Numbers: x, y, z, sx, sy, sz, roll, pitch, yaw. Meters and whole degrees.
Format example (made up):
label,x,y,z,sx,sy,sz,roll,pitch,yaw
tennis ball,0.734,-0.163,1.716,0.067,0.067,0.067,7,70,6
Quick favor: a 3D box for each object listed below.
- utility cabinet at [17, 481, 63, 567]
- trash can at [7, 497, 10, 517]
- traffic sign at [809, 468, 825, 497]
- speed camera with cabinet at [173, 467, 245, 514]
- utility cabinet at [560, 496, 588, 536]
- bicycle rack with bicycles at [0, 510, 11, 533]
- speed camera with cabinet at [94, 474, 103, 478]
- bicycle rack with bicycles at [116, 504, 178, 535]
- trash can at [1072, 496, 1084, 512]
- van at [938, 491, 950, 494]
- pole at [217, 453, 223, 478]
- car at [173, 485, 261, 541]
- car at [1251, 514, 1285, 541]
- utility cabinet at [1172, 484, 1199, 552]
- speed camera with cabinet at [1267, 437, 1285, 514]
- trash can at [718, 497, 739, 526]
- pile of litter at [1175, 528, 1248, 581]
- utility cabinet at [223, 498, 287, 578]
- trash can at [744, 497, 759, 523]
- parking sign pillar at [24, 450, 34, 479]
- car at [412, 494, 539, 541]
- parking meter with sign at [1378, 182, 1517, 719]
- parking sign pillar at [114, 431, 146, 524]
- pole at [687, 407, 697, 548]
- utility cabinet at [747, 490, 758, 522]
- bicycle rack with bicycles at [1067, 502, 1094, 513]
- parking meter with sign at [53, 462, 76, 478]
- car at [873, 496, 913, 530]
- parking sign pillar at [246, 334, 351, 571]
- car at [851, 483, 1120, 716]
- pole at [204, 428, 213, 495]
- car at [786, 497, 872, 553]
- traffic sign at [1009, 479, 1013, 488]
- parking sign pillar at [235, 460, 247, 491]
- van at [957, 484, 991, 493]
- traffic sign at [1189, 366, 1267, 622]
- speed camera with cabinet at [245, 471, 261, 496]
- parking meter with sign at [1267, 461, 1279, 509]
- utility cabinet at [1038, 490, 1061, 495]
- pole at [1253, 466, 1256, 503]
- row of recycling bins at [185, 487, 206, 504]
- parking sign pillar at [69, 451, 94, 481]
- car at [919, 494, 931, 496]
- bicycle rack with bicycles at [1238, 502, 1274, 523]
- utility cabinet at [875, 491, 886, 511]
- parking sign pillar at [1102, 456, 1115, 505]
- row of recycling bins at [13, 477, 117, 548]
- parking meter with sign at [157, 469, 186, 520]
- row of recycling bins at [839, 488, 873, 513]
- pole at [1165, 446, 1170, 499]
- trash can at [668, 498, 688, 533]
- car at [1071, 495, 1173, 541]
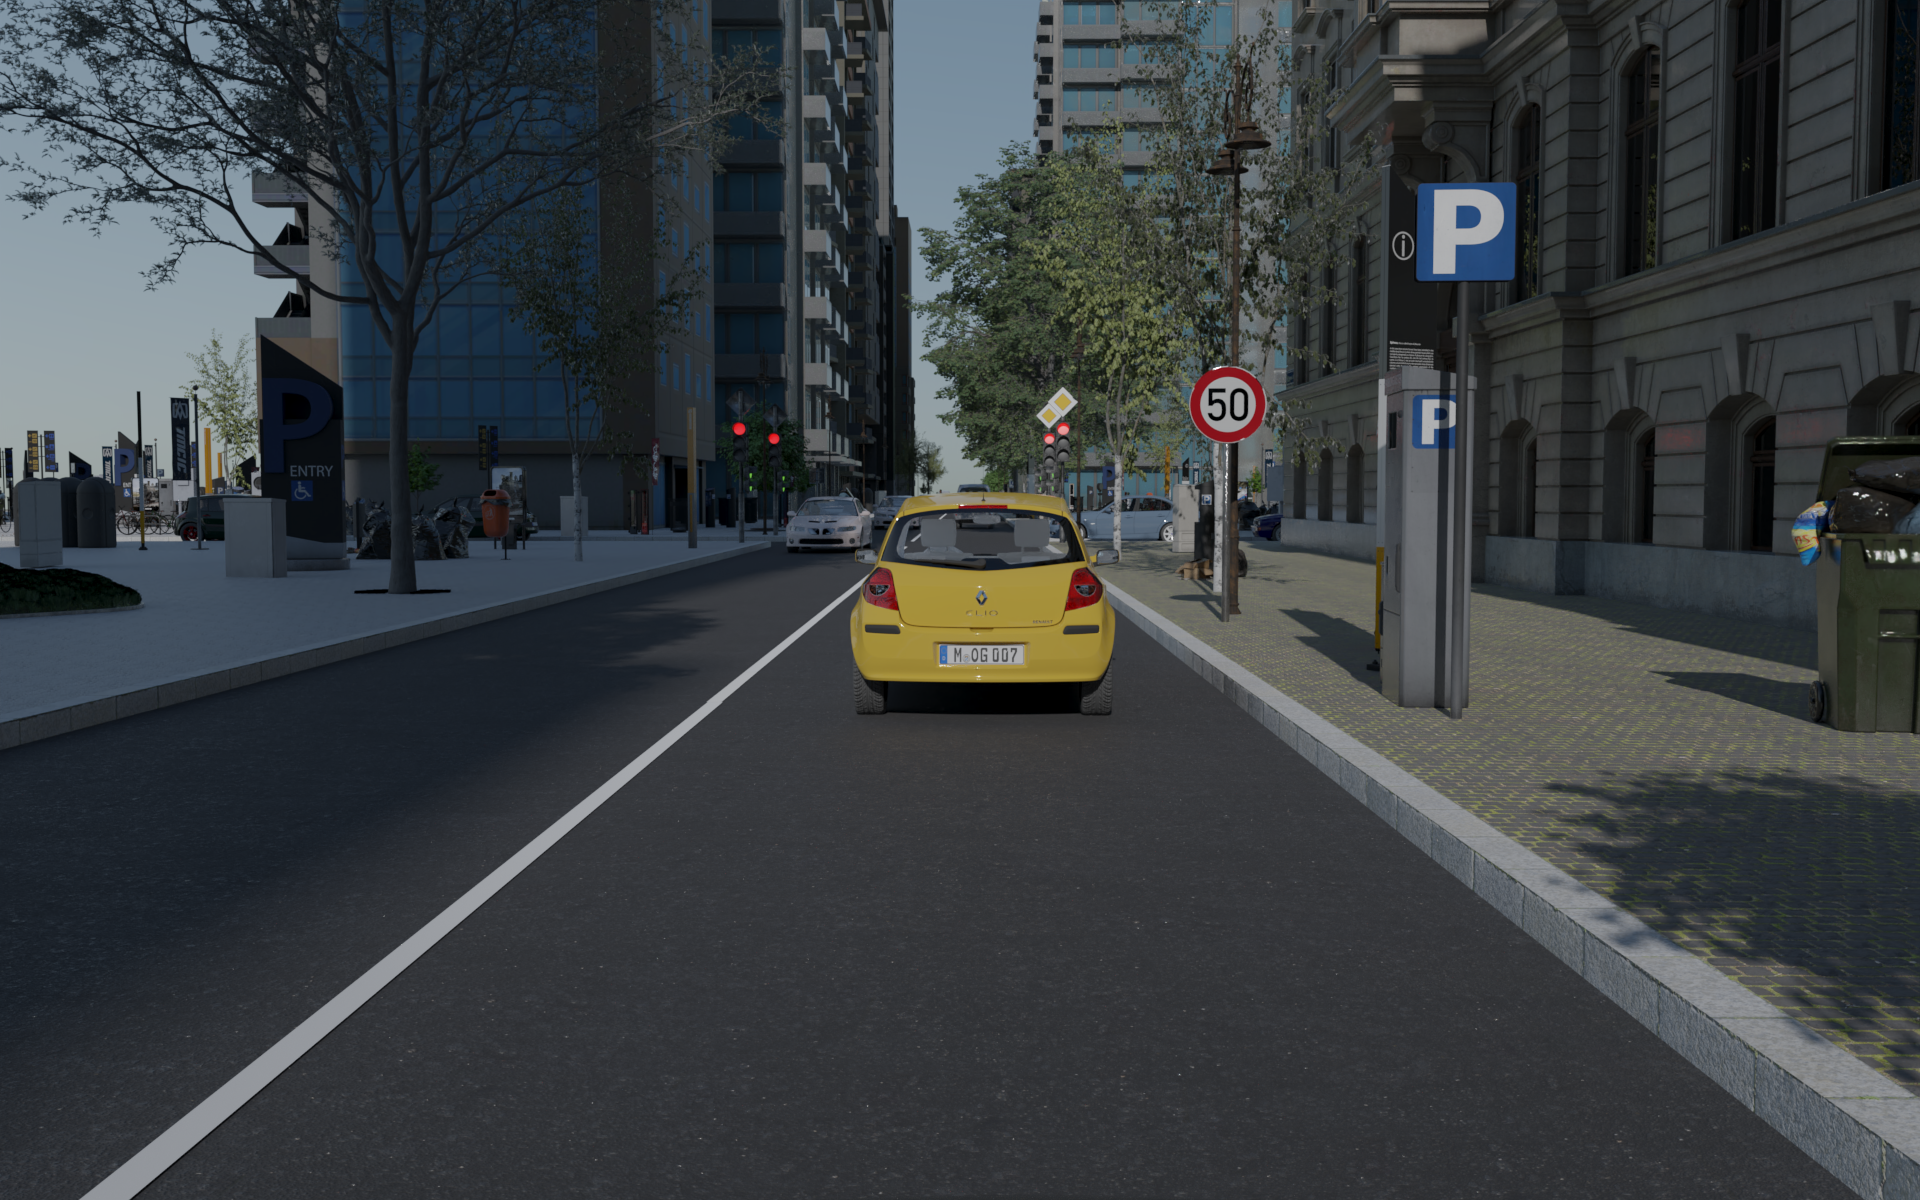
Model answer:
label,x,y,z,sx,sy,sz,roll,pitch,yaw
utility cabinet,-16.122,-1.325,30.350,0.318,1.500,1.173,-1,4,-9
trash can,-53.068,-5.227,97.120,0.748,1.137,0.748,0,3,0
traffic sign,-5.636,-4.044,68.249,0.606,2.300,0.079,0,4,4
speed camera with cabinet,-25.536,-3.939,58.743,2.038,3.252,0.660,0,4,-6
utility cabinet,-11.789,-2.556,52.950,1.020,1.237,0.306,3,5,41
bicycle rack with bicycles,-31.100,-2.682,57.237,2.852,0.926,2.925,0,4,-7
speed camera with cabinet,-39.948,-5.339,81.624,0.660,3.252,2.038,0,4,7
bicycle rack with bicycles,-25.802,-2.544,54.968,2.925,0.926,2.852,0,4,-1
trash can,7.062,-5.615,103.453,0.748,1.137,0.748,0,3,0
van,-1.846,-12.027,203.656,2.013,2.044,4.112,0,4,-1
pole,-36.321,-5.579,85.066,0.158,3.312,0.155,0,3,0
car,-19.960,-2.390,48.863,4.222,1.686,2.009,0,4,-1
car,10.277,-2.240,49.209,3.894,1.354,1.945,0,4,2
utility cabinet,5.254,-1.789,37.933,1.173,1.500,0.318,-1,4,-21
speed camera with cabinet,10.586,-3.785,56.226,0.660,3.252,2.038,2,4,31
trash can,-9.534,-3.605,70.591,0.748,1.137,0.748,0,3,0
pile of litter,3.799,-0.764,26.459,1.176,0.858,1.719,3,5,39
utility cabinet,-10.895,-0.956,26.795,1.020,1.237,0.306,2,4,25
trash can,-9.194,-3.931,75.931,0.748,1.137,0.748,0,3,0
parking sign pillar,-57.263,-7.218,106.483,1.447,3.967,1.447,-2,4,-32
car,-14.446,-2.495,50.575,4.222,1.686,2.009,0,4,2
parking meter with sign,2.896,-0.879,10.635,0.543,3.016,1.738,0,4,4
parking sign pillar,-35.481,-5.234,74.041,1.447,3.967,1.447,1,4,17
pole,-6.320,-2.875,40.856,0.158,3.312,0.155,0,3,0
utility cabinet,-9.295,-4.217,77.621,0.318,1.500,1.173,0,4,2
bicycle rack with bicycles,4.819,-3.829,75.993,2.925,0.926,2.852,0,4,-2
parking meter with sign,-49.037,-6.021,94.708,1.738,3.016,0.543,2,4,30
car,-2.523,-3.605,71.298,2.083,1.381,4.827,0,4,1
parking sign pillar,-11.123,-2.498,29.315,1.447,3.967,1.447,-1,4,-11
car,0.191,-0.149,12.653,2.015,1.641,3.980,0,4,2
pole,-23.100,-3.633,53.246,0.158,3.312,0.155,0,3,0
car,-3.264,-1.925,43.842,2.083,1.381,4.827,0,4,2
traffic sign,3.625,-7.075,117.803,0.606,2.300,0.079,0,4,1
parking sign pillar,-47.440,-7.748,115.152,1.447,3.967,1.447,-1,4,-14
van,0.617,-4.012,72.605,2.013,2.044,4.112,0,4,2
traffic sign,2.663,-1.052,17.301,0.768,2.556,0.104,0,4,3
speed camera with cabinet,-29.087,-4.653,70.404,2.038,3.252,0.660,0,4,-7
parking meter with sign,16.785,-5.914,92.961,0.543,3.016,1.738,1,4,21
utility cabinet,4.536,-4.848,87.946,1.173,1.500,0.318,2,4,28
pole,21.265,-8.031,125.142,0.158,3.312,0.155,0,3,0
row of recycling bins,-42.187,-5.408,95.533,1.069,1.692,3.534,-3,4,-37
parking sign pillar,-55.075,-7.347,108.602,1.447,3.967,1.447,3,5,45
car,-2.325,-6.862,124.197,2.014,1.417,4.499,0,4,2
bicycle rack with bicycles,13.116,-3.837,76.124,2.852,0.926,2.925,1,4,22
utility cabinet,-5.523,-6.832,120.382,0.318,1.500,1.173,2,4,24
parking sign pillar,10.586,-8.106,121.004,1.447,3.967,1.447,2,4,33
row of recycling bins,-21.746,-2.133,41.989,3.534,1.692,1.069,2,4,33
parking meter with sign,-39.162,-5.459,85.512,1.738,3.016,0.543,0,4,-7
row of recycling bins,-7.596,-6.745,117.398,3.534,1.692,1.069,1,4,13
pole,8.855,-4.904,74.031,0.158,3.312,0.155,0,3,0
trash can,-9.327,-2.809,57.580,0.748,1.137,0.748,0,3,0
car,4.741,-2.308,49.742,4.499,1.417,2.014,0,4,1
